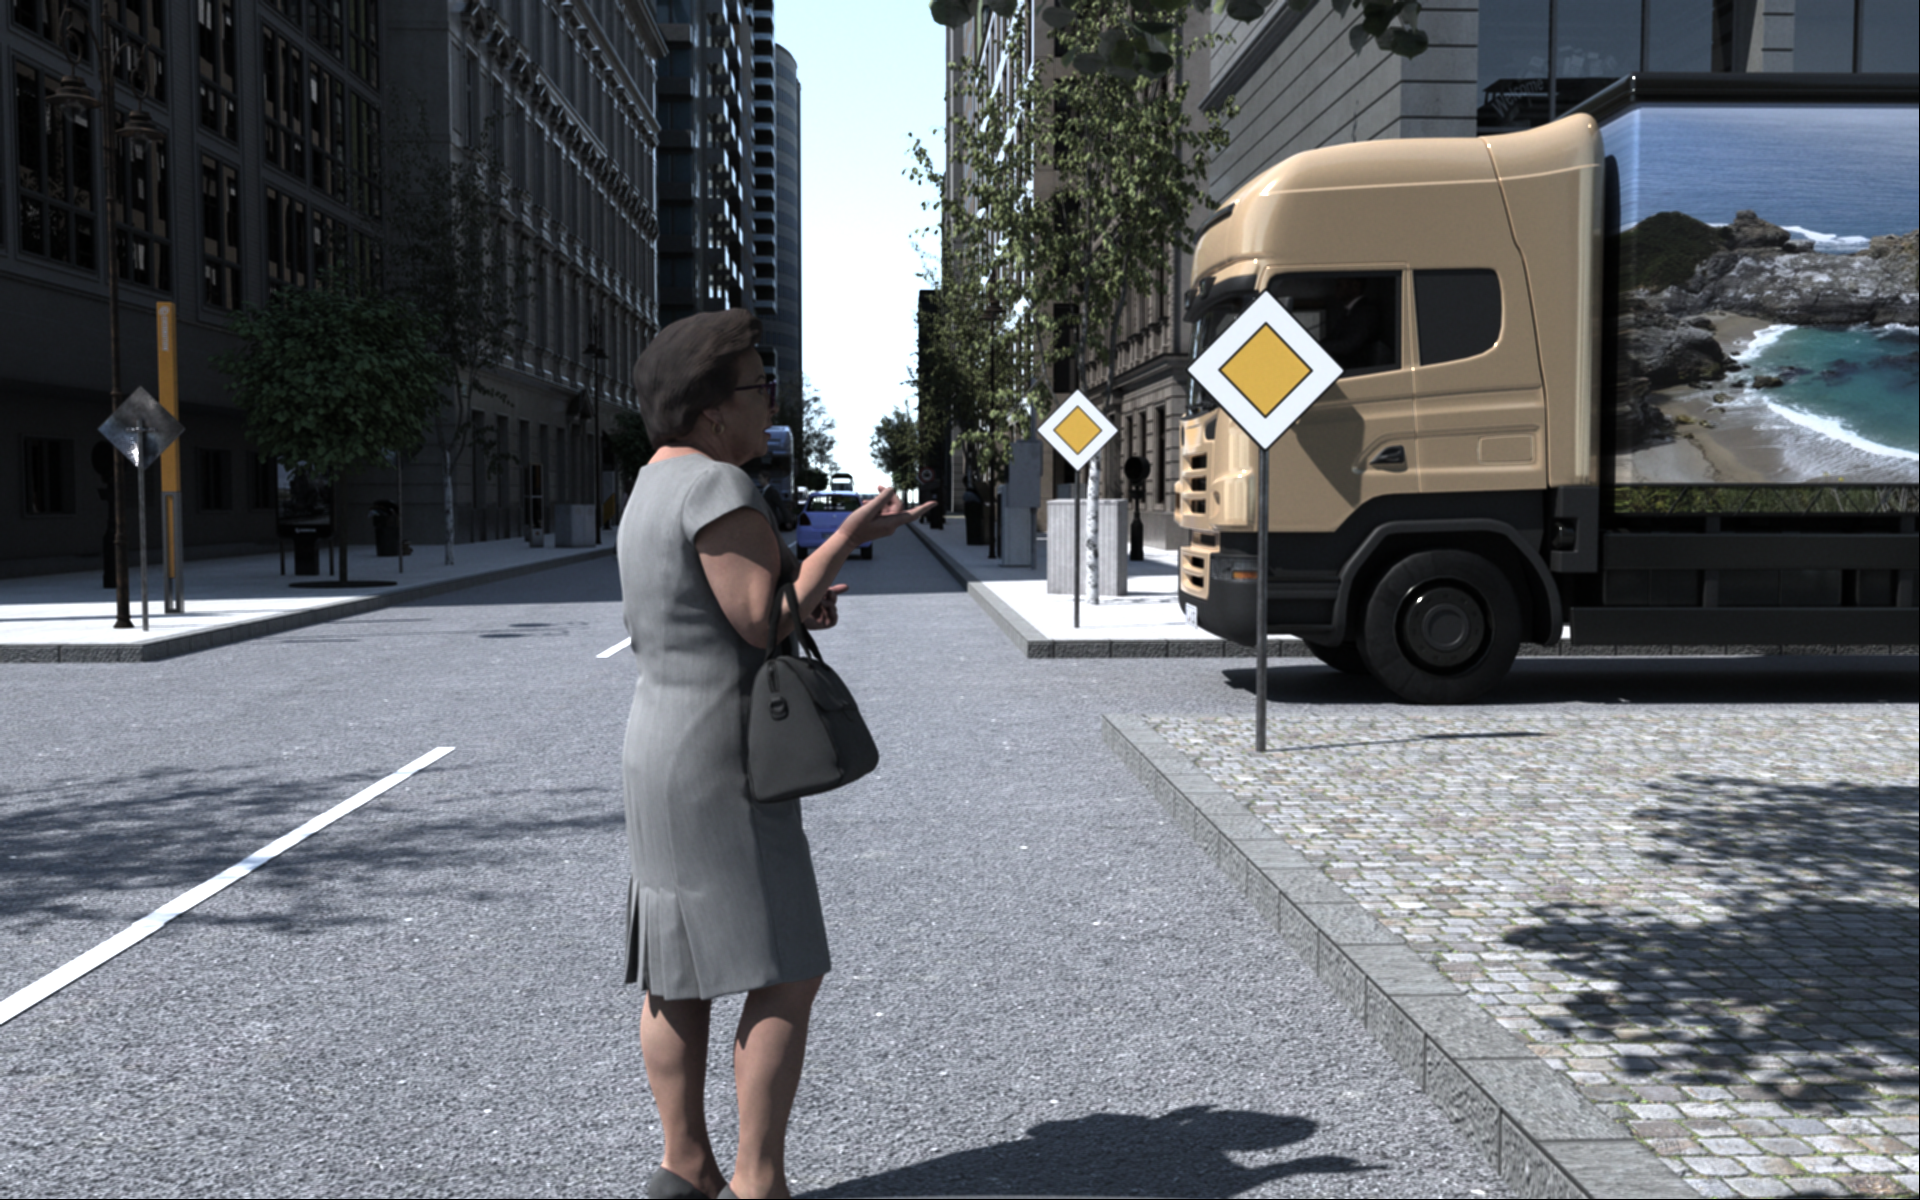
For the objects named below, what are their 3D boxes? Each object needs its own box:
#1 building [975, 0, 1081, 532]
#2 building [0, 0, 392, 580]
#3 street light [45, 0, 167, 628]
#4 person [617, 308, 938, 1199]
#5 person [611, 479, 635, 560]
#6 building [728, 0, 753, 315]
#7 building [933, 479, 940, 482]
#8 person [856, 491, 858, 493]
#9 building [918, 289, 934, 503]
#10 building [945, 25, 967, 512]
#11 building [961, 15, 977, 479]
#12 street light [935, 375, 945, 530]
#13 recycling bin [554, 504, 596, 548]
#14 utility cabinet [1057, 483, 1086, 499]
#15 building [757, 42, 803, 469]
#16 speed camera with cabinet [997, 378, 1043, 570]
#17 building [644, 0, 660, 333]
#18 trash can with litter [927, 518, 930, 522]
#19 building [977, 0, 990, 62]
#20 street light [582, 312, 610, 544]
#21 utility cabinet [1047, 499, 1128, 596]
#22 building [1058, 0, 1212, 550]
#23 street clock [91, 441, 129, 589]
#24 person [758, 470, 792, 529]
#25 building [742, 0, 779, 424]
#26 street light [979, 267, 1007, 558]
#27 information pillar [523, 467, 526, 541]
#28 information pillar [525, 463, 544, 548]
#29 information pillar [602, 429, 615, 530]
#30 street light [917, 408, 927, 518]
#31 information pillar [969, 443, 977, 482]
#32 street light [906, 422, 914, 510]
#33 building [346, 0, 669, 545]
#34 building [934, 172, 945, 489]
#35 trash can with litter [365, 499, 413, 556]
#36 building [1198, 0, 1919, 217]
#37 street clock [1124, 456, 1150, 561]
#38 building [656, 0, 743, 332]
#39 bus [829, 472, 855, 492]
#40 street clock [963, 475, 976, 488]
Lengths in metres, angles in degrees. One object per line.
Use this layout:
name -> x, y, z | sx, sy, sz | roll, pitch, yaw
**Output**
building -> 11.226, -16.546, 75.037 | 19.350, 26.468, 34.151 | 0, 4, -3
building -> -19.915, -14.432, 29.469 | 14.314, 27.812, 24.014 | 0, 4, -3
street light -> -8.026, -2.670, 16.444 | 0.468, 5.910, 1.993 | 0, 4, -3
person -> -0.342, 0.342, 3.260 | 0.532, 1.782, 0.716 | -2, 4, -28
person -> -7.294, -1.761, 37.890 | 0.643, 1.750, 0.593 | 1, 4, 18
building -> -25.588, -30.675, 151.651 | 14.600, 45.320, 14.200 | 0, 4, -3
building -> 11.936, -32.646, 225.638 | 32.217, 40.220, 23.993 | 0, 4, -3
person -> -13.197, -13.012, 221.267 | 0.705, 1.821, 1.348 | 2, 4, 27
building -> 1.069, -28.915, 244.458 | 14.160, 30.474, 14.107 | 0, 4, -3
building -> 9.322, -36.343, 136.213 | 21.231, 58.520, 28.212 | 0, 4, -3
building -> 7.468, -28.454, 115.338 | 14.600, 45.320, 14.200 | 0, 4, -3
street light -> -0.669, -5.478, 62.352 | 0.468, 5.910, 1.993 | 0, 4, -3
recycling bin -> -9.276, -1.785, 41.743 | 0.722, 1.027, 0.722 | 3, 5, 41
utility cabinet -> 2.281, -1.644, 35.560 | 0.318, 1.500, 1.173 | 1, 4, 20
building -> -31.395, -41.606, 222.252 | 21.231, 58.520, 28.212 | 0, 4, -3
speed camera with cabinet -> 1.015, -2.192, 30.182 | 0.660, 3.252, 2.038 | 0, 4, -4
building -> -30.884, -25.086, 102.041 | 32.217, 40.220, 23.993 | 0, 4, -3
trash can with litter -> -1.170, -4.131, 78.935 | 0.624, 1.170, 1.055 | -1, 4, -19
building -> 7.903, -25.551, 101.351 | 14.154, 41.232, 14.086 | 0, 4, -3
street light -> -9.273, -4.368, 44.213 | 0.468, 5.910, 1.993 | 0, 4, -3
utility cabinet -> 1.611, -0.664, 22.020 | 1.020, 1.237, 0.306 | 2, 4, 31
building -> 8.961, -11.224, 48.139 | 10.561, 19.102, 19.286 | 0, 4, -3
street clock -> -11.549, -1.163, 23.580 | 0.471, 2.002, 0.358 | 2, 4, 26
person -> -3.433, -1.373, 30.729 | 0.755, 1.850, 0.659 | -2, 4, -26
building -> -30.261, -53.730, 191.161 | 22.319, 86.520, 31.000 | 0, 4, -3
street light -> 0.642, -3.769, 34.410 | 0.468, 5.910, 1.993 | 0, 4, -3
information pillar -> -11.583, -2.589, 46.830 | 0.304, 2.012, 0.304 | -3, 5, -41
information pillar -> -10.196, -2.272, 41.639 | 0.304, 2.012, 0.304 | -2, 4, -23
information pillar -> -12.658, -4.341, 62.331 | 0.504, 3.616, 0.183 | 2, 4, 28
street light -> -2.002, -7.244, 91.235 | 0.468, 5.910, 1.993 | 0, 4, -3
information pillar -> 0.575, -5.350, 78.832 | 0.504, 3.616, 0.183 | 3, 5, 44
street light -> -3.024, -8.456, 111.046 | 0.468, 5.910, 1.993 | 0, 4, -3
building -> -21.584, -17.582, 63.885 | 17.030, 29.872, 44.131 | 0, 4, -3
building -> 5.223, -23.628, 158.019 | 14.160, 30.474, 14.107 | 0, 4, -3
trash can with litter -> -11.821, -1.502, 35.949 | 0.624, 1.170, 1.055 | 0, 4, 7
building -> 19.235, -15.095, 24.293 | 29.804, 29.767, 11.434 | 0, 4, -3
street clock -> 3.407, -1.758, 33.321 | 0.358, 2.002, 0.471 | -3, 5, -45
building -> -28.019, -31.162, 129.111 | 23.786, 49.044, 30.456 | 0, 4, -3
bus -> -13.695, -12.783, 200.554 | 2.896, 3.916, 12.252 | 0, 4, -4
street clock -> 0.346, -3.611, 63.604 | 0.471, 2.002, 0.358 | 0, 4, 5
